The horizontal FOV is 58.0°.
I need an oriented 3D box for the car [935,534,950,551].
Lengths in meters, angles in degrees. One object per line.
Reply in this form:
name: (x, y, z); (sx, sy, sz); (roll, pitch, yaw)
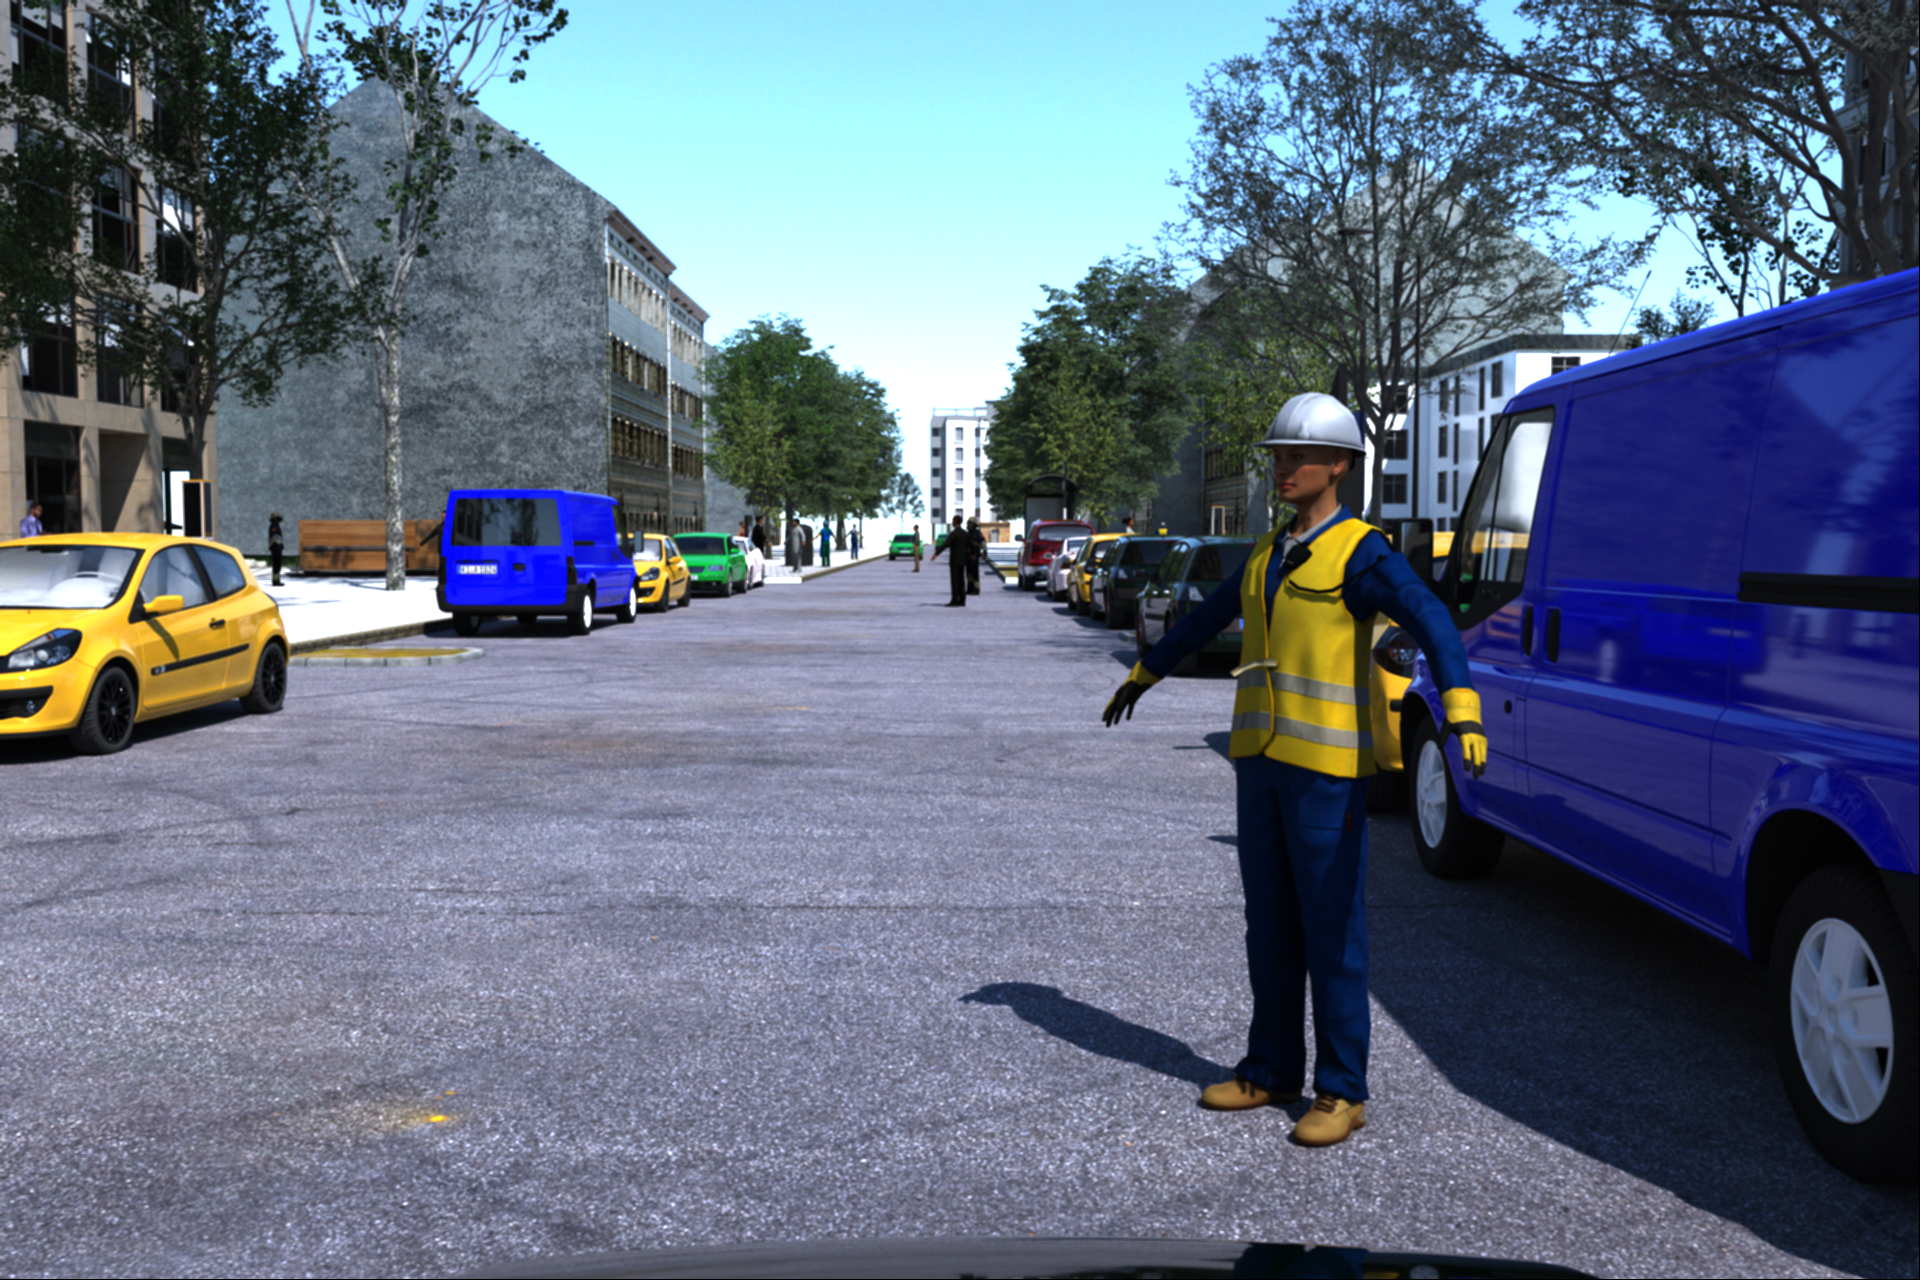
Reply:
car: (-1.285, -8.678, 150.686); (1.959, 1.807, 4.718); (0, 4, -1)

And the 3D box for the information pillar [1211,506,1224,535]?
information pillar: (6.804, -2.525, 45.774); (0.304, 2.012, 0.304); (0, 3, 0)

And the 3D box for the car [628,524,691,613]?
car: (-6.186, -1.378, 32.754); (2.015, 1.641, 3.980); (0, 4, 0)

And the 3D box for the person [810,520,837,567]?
person: (-5.244, -3.736, 67.214); (0.704, 1.817, 1.347); (3, 5, 43)

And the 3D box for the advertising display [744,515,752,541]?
advertising display: (-7.163, -3.270, 58.684); (0.123, 1.923, 0.974); (0, 4, 2)

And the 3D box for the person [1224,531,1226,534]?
person: (13.454, -5.133, 89.694); (0.705, 1.858, 1.354); (2, 4, 27)

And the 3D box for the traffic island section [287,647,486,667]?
traffic island section: (-6.521, 0.193, 19.708); (1.991, 0.108, 1.994); (0, 4, 1)

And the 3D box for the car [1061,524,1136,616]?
car: (2.887, -1.309, 31.625); (2.015, 1.641, 3.980); (0, 3, 0)

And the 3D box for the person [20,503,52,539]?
person: (-16.628, -1.554, 31.326); (0.599, 1.838, 0.709); (0, 4, 5)

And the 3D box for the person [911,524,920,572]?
person: (-1.674, -3.459, 65.285); (0.705, 1.796, 1.348); (0, 4, -1)

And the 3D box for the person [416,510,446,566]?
person: (-11.766, -2.053, 39.630); (1.348, 1.821, 0.705); (1, 4, 9)

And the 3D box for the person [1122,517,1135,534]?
person: (4.755, -2.504, 47.709); (0.721, 1.739, 1.217); (1, 4, 8)

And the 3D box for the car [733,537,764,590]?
car: (-6.252, -2.039, 45.698); (2.083, 1.381, 4.827); (0, 4, 0)

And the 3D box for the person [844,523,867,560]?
person: (-5.218, -4.897, 85.927); (1.347, 1.847, 0.705); (2, 4, 29)

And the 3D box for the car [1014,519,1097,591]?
car: (2.578, -2.218, 44.945); (2.281, 1.827, 5.304); (0, 4, 0)

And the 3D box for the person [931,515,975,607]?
person: (-0.072, -1.562, 34.225); (0.704, 1.802, 1.346); (3, 4, 38)

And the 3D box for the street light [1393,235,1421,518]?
street light: (7.485, -3.290, 26.334); (1.470, 5.913, 1.316); (0, 3, 0)

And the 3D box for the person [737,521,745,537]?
person: (-7.530, -3.302, 60.786); (0.721, 1.733, 1.217); (1, 4, 20)

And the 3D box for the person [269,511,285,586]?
person: (-16.770, -2.245, 42.571); (0.704, 1.845, 1.351); (-2, 4, -23)

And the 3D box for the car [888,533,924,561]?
car: (-2.952, -5.271, 94.970); (1.959, 1.807, 4.718); (0, 3, 0)

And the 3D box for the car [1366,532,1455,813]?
car: (2.828, -0.007, 10.331); (2.015, 1.641, 3.980); (0, 4, 0)

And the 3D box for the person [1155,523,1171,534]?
person: (9.686, -4.692, 82.686); (1.349, 1.833, 0.705); (1, 4, 9)

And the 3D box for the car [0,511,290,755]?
car: (-6.335, -0.137, 12.466); (2.015, 1.641, 3.980); (0, 4, 0)

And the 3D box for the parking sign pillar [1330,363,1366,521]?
parking sign pillar: (6.153, -2.416, 27.966); (1.447, 3.967, 1.447); (0, 4, 0)

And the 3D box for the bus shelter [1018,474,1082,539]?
bus shelter: (3.132, -4.111, 61.139); (2.014, 3.302, 5.546); (0, 4, 0)

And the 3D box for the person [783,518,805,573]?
person: (-5.466, -3.147, 57.647); (0.705, 1.806, 1.347); (-3, 4, -36)

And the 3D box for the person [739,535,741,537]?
person: (-9.213, -3.862, 72.405); (0.991, 1.433, 0.599); (1, 4, 12)

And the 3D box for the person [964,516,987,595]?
person: (0.270, -1.987, 40.727); (0.705, 1.856, 1.354); (-3, 4, -36)

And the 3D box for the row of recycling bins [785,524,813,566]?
row of recycling bins: (-6.503, -3.874, 70.446); (1.069, 1.692, 3.534); (0, 4, 0)

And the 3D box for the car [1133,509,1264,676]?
car: (2.946, -0.556, 18.881); (2.009, 1.686, 4.222); (0, 4, -1)

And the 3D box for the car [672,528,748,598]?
car: (-6.039, -1.933, 40.405); (1.959, 1.807, 4.718); (0, 4, 0)

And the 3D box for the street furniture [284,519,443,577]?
street furniture: (-17.067, -3.002, 55.940); (9.812, 1.723, 11.010); (-1, 4, -23)

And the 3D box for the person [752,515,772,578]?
person: (-5.872, -2.750, 50.902); (0.705, 1.837, 1.347); (-2, 4, -27)

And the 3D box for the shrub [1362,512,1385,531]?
shrub: (14.623, -3.557, 62.202); (1.661, 2.075, 1.752); (0, 3, 0)

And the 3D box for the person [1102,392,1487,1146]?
person: (0.778, 0.290, 4.184); (0.721, 1.772, 1.216); (-2, 4, -35)

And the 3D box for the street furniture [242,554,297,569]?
street furniture: (-27.955, -3.091, 66.162); (5.734, 0.657, 10.072); (1, 4, 12)

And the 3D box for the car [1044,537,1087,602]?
car: (2.903, -1.573, 38.075); (2.083, 1.381, 4.827); (0, 4, 0)

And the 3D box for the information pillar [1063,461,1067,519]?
information pillar: (3.356, -3.925, 55.527); (0.183, 3.616, 0.504); (0, 4, 0)

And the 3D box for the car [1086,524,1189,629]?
car: (3.043, -1.083, 27.499); (2.009, 1.686, 4.222); (0, 4, -1)

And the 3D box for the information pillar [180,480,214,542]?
information pillar: (-10.377, -1.169, 23.599); (0.304, 2.012, 0.304); (0, 3, 0)
